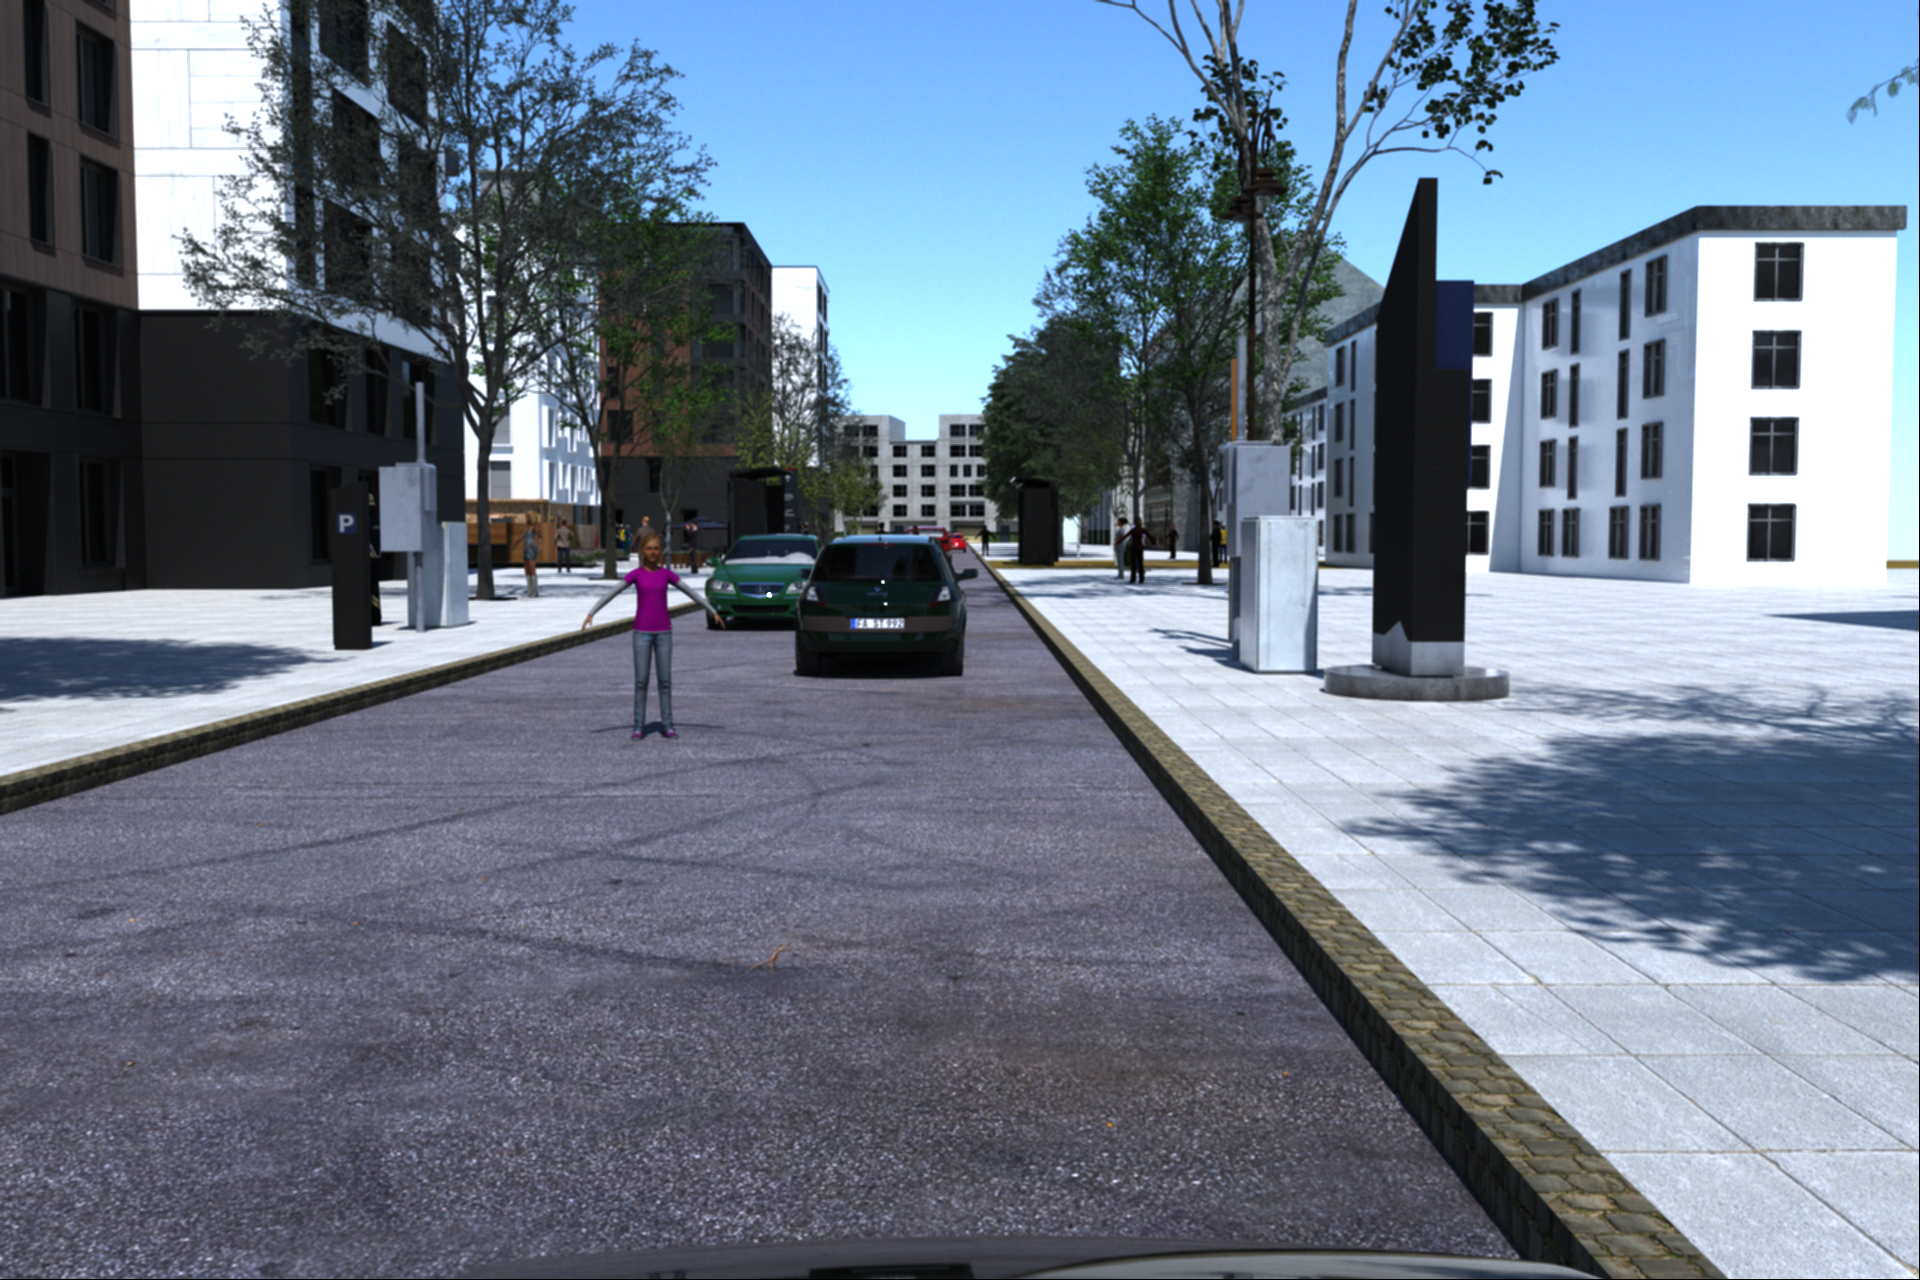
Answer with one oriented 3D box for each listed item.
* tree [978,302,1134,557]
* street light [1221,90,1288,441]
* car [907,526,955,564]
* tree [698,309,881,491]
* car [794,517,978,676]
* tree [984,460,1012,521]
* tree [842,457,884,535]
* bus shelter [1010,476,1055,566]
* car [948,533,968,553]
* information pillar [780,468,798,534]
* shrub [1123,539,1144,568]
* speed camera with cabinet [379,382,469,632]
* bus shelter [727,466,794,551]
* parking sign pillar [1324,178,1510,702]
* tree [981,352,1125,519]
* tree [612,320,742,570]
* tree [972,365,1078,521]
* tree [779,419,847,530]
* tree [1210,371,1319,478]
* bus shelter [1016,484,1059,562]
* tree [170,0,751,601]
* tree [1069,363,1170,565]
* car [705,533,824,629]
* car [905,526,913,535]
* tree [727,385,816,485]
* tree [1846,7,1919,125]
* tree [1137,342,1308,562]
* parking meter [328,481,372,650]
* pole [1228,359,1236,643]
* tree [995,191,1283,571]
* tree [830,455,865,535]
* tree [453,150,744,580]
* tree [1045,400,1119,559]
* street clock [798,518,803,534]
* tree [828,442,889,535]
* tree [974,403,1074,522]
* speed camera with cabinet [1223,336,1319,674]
[{"bbox_3d":[5.487,-11.626,96.744,9.857,13.997,8.962,0,3,0],"label":"tree"},{"bbox_3d":[3.141,-2.807,18.678,0.468,5.910,1.993,0,4,0],"label":"street light"},{"bbox_3d":[-1.399,-4.444,81.339,2.281,1.827,5.304,0,4,0],"label":"car"},{"bbox_3d":[-9.526,-11.334,95.685,12.009,13.543,11.850,0,3,0],"label":"tree"},{"bbox_3d":[-0.802,-0.559,18.924,2.009,1.686,4.222,0,4,0],"label":"car"},{"bbox_3d":[5.794,-15.382,169.628,7.486,12.596,7.792,0,3,0],"label":"tree"},{"bbox_3d":[-9.120,-12.724,158.402,4.737,8.622,4.395,0,3,0],"label":"tree"},{"bbox_3d":[3.069,-5.021,73.381,1.731,3.624,6.357,0,3,0],"label":"bus shelter"},{"bbox_3d":[-0.411,-7.731,135.437,2.155,1.783,4.494,0,3,0],"label":"car"},{"bbox_3d":[-6.723,-4.816,68.125,0.750,3.857,0.750,0,4,0],"label":"information pillar"},{"bbox_3d":[6.515,-3.336,65.664,1.383,1.207,1.383,0,3,0],"label":"shrub"},{"bbox_3d":[-7.223,-1.775,23.356,0.660,3.252,2.038,0,4,0],"label":"speed camera with cabinet"},{"bbox_3d":[-7.201,-4.392,63.092,1.731,3.624,6.357,0,4,0],"label":"bus shelter"},{"bbox_3d":[3.675,-1.552,13.849,1.447,3.967,1.447,0,4,0],"label":"parking sign pillar"},{"bbox_3d":[5.953,-12.295,107.671,9.857,13.997,8.962,0,3,0],"label":"tree"},{"bbox_3d":[-9.690,-6.455,55.909,4.360,8.622,3.978,0,3,0],"label":"tree"},{"bbox_3d":[5.791,-13.370,125.255,9.857,13.997,8.962,0,3,0],"label":"tree"},{"bbox_3d":[-9.416,-9.652,108.169,4.737,8.622,4.395,0,3,0],"label":"tree"},{"bbox_3d":[11.857,-7.369,70.848,4.360,8.622,3.978,0,3,0],"label":"tree"},{"bbox_3d":[3.679,-5.560,82.189,1.731,3.624,6.357,0,4,-1],"label":"bus shelter"},{"bbox_3d":[-9.284,-7.527,33.432,12.009,13.543,11.850,0,3,0],"label":"tree"},{"bbox_3d":[6.212,-7.410,71.524,4.360,8.622,3.978,0,3,0],"label":"tree"},{"bbox_3d":[-2.909,-0.973,27.700,2.131,1.459,4.920,0,4,0],"label":"car"},{"bbox_3d":[-1.950,-4.847,87.915,2.281,1.827,5.304,0,4,-1],"label":"car"},{"bbox_3d":[-9.523,-8.245,85.169,4.737,8.622,4.395,0,3,0],"label":"tree"},{"bbox_3d":[5.662,-3.587,9.017,4.360,8.622,3.978,0,3,0],"label":"tree"},{"bbox_3d":[11.758,-8.863,79.320,8.767,10.594,7.601,1,4,14],"label":"tree"},{"bbox_3d":[-6.768,-0.826,19.211,0.399,1.863,0.255,0,4,0],"label":"parking meter"},{"bbox_3d":[3.249,-1.618,20.292,0.158,3.312,0.155,0,3,0],"label":"pole"},{"bbox_3d":[6.249,-9.170,60.294,12.009,13.543,11.850,0,3,0],"label":"tree"},{"bbox_3d":[-10.091,-12.298,151.429,4.737,8.622,4.395,0,3,0],"label":"tree"},{"bbox_3d":[-9.880,-7.487,48.164,9.928,11.665,9.643,0,3,0],"label":"tree"},{"bbox_3d":[6.025,-8.444,88.415,4.360,8.622,3.978,0,3,0],"label":"tree"},{"bbox_3d":[-7.185,-4.436,77.103,0.358,2.002,0.471,0,4,0],"label":"street clock"},{"bbox_3d":[-10.303,-14.159,165.919,7.601,10.594,8.767,0,4,-4],"label":"tree"},{"bbox_3d":[5.844,-14.541,144.405,9.857,13.997,8.962,0,3,0],"label":"tree"},{"bbox_3d":[2.994,-1.369,16.715,0.660,3.252,2.038,0,4,0],"label":"speed camera with cabinet"}]
